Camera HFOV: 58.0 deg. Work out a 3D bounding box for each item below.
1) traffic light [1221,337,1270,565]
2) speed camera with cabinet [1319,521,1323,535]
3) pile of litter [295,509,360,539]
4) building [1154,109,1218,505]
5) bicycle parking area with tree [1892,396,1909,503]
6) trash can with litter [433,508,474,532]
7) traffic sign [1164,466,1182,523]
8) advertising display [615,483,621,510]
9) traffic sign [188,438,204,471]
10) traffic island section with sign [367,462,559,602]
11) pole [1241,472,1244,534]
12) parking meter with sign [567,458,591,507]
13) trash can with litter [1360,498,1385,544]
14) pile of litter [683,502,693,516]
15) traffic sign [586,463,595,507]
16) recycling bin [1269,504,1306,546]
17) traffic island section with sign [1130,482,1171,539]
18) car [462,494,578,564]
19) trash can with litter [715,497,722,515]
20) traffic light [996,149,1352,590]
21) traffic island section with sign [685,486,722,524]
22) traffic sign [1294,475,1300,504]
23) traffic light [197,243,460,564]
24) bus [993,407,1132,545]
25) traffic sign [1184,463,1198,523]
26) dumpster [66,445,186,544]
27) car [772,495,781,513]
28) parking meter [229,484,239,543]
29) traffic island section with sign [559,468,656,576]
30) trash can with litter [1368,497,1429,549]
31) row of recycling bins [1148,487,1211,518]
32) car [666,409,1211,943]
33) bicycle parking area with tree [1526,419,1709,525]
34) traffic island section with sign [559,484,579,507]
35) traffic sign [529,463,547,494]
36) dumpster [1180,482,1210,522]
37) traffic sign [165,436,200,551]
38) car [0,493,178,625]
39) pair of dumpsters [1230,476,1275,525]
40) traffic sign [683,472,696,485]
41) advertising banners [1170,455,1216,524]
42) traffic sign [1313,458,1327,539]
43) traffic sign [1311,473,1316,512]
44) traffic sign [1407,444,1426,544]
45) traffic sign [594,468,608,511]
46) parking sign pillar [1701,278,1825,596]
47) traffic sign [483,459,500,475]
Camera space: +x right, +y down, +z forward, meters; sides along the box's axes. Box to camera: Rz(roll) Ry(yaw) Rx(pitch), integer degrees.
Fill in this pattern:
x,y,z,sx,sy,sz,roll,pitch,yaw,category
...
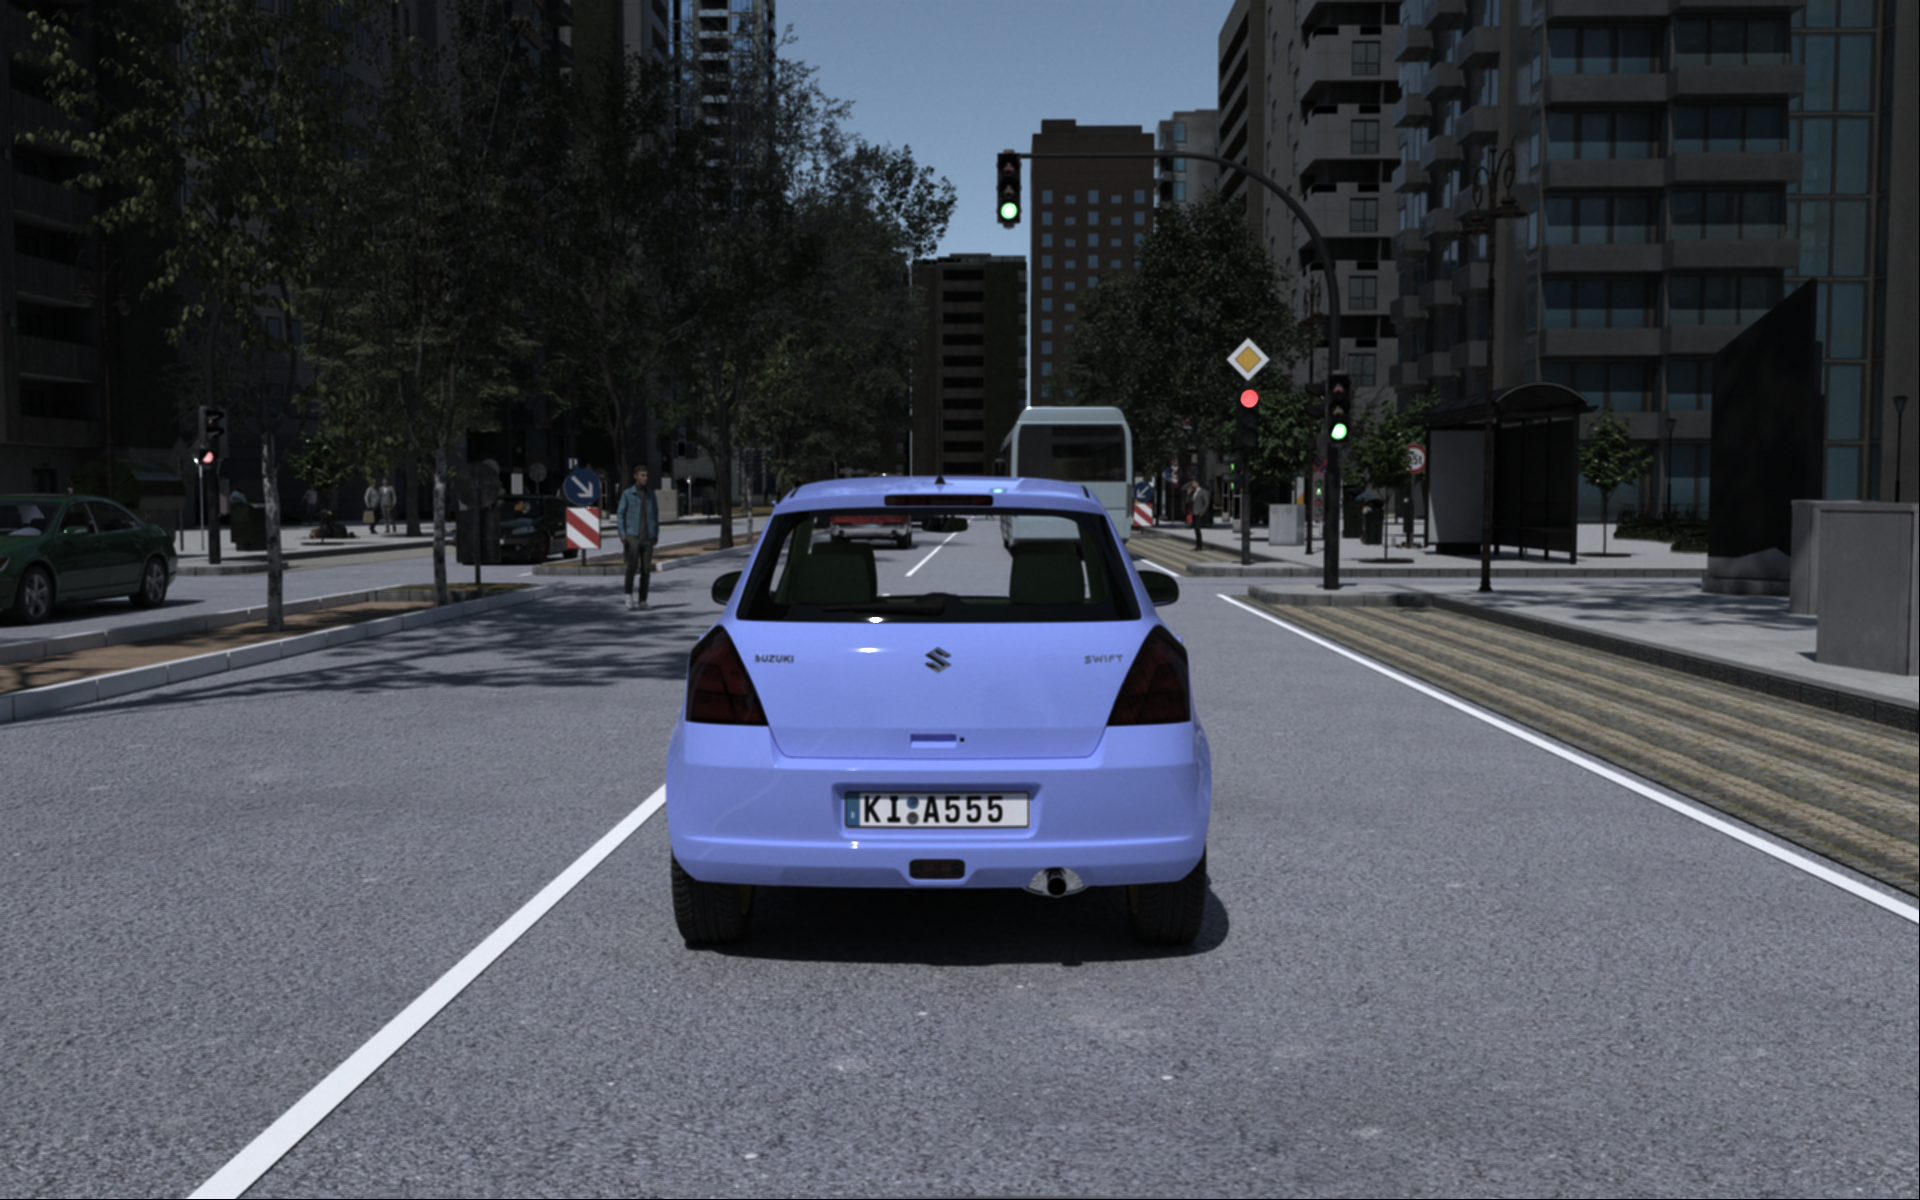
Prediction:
x,y,z,sx,sy,sz,roll,pitch,yaw,category
5.140,-2.584,31.165,0.839,4.253,0.868,0,4,1,traffic light
11.816,-3.734,55.382,0.660,3.252,2.038,1,4,12,speed camera with cabinet
-18.308,-2.212,50.128,1.719,0.858,1.176,0,4,7,pile of litter
38.194,-36.432,215.273,30.456,49.044,23.786,0,4,1,building
30.142,-3.921,51.116,8.231,4.147,9.016,1,4,10,bicycle parking area with tree
-17.178,-2.940,59.133,1.678,1.210,2.233,3,4,37,trash can with litter
9.423,-4.679,76.611,0.768,2.556,0.104,0,4,5,traffic sign
-19.101,-5.606,96.877,0.123,1.923,0.974,-1,4,-23,advertising display
-17.392,-2.444,39.699,0.795,2.593,0.064,0,4,3,traffic sign
-6.815,-0.958,23.798,2.006,1.907,1.989,0,4,1,traffic island section with sign
9.098,-3.757,55.272,0.158,3.312,0.155,0,3,0,pole
-18.248,-5.317,83.196,0.543,3.016,1.738,-3,4,-36,parking meter with sign
10.446,-2.007,44.202,0.624,1.170,1.055,0,4,-2,trash can with litter
-16.694,-5.476,103.492,1.719,0.858,1.176,-1,4,-17,pile of litter
-15.397,-4.395,71.854,0.884,2.594,0.081,0,4,2,traffic sign
8.135,-1.867,43.073,0.722,1.027,0.722,2,4,30,recycling bin
5.744,-2.899,56.028,1.989,1.847,2.006,0,4,1,traffic island section with sign
-9.313,-1.641,36.610,2.009,1.686,4.222,0,4,2,car
-14.607,-5.672,104.121,1.055,1.170,0.624,-1,4,-13,trash can with litter
2.868,-2.961,23.087,4.771,5.953,1.251,0,4,1,traffic light
-12.163,-4.593,83.716,1.989,1.847,2.006,0,4,1,traffic island section with sign
10.424,-3.285,53.816,0.768,2.556,0.104,0,4,3,traffic sign
-11.523,-3.479,31.556,4.771,5.953,1.251,0,4,1,traffic light
2.376,-2.954,43.159,2.948,3.499,13.247,0,4,0,bus
9.516,-4.316,70.678,0.768,2.556,0.104,0,4,3,traffic sign
-16.522,-1.947,34.322,1.502,2.255,1.985,0,4,1,dumpster
-7.779,-4.356,80.820,1.945,1.707,3.694,0,4,0,car
-19.082,-2.284,45.758,0.372,1.533,0.369,0,3,0,parking meter
-6.639,-1.411,31.203,2.006,1.907,1.989,0,4,1,traffic island section with sign
10.643,-1.858,41.436,1.678,1.210,2.233,1,4,11,trash can with litter
11.733,-5.206,92.232,3.534,1.692,1.069,-1,4,-18,row of recycling bins
-0.063,0.169,6.821,1.945,1.707,3.694,0,3,0,car
24.504,-4.866,66.562,8.231,4.147,9.016,2,4,25,bicycle parking area with tree
-12.779,-2.915,56.294,1.989,1.847,2.006,0,4,1,traffic island section with sign
-17.199,-4.307,70.524,0.768,2.556,0.104,0,4,8,traffic sign
10.641,-4.430,78.196,1.264,1.857,1.865,0,4,1,dumpster
-17.550,-2.385,38.998,0.884,2.594,0.081,0,4,4,traffic sign
-11.039,-0.531,20.472,2.131,1.459,4.920,0,3,0,car
12.575,-4.362,73.811,1.574,2.255,4.437,0,4,1,pair of dumpsters
-15.792,-6.205,101.190,0.795,2.593,0.064,0,4,7,traffic sign
9.987,-4.800,74.666,2.074,3.025,0.090,1,4,18,advertising banners
10.447,-3.029,49.638,0.768,2.556,0.104,0,4,4,traffic sign
10.389,-3.126,51.221,0.768,2.556,0.104,0,4,7,traffic sign
11.450,-2.673,43.810,0.768,2.556,0.104,0,4,5,traffic sign
-17.740,-5.215,85.366,0.768,2.556,0.104,1,4,10,traffic sign
10.400,-2.072,22.342,1.447,3.967,1.447,-3,4,-36,parking sign pillar
-17.038,-3.830,62.731,0.768,2.556,0.104,1,4,10,traffic sign
